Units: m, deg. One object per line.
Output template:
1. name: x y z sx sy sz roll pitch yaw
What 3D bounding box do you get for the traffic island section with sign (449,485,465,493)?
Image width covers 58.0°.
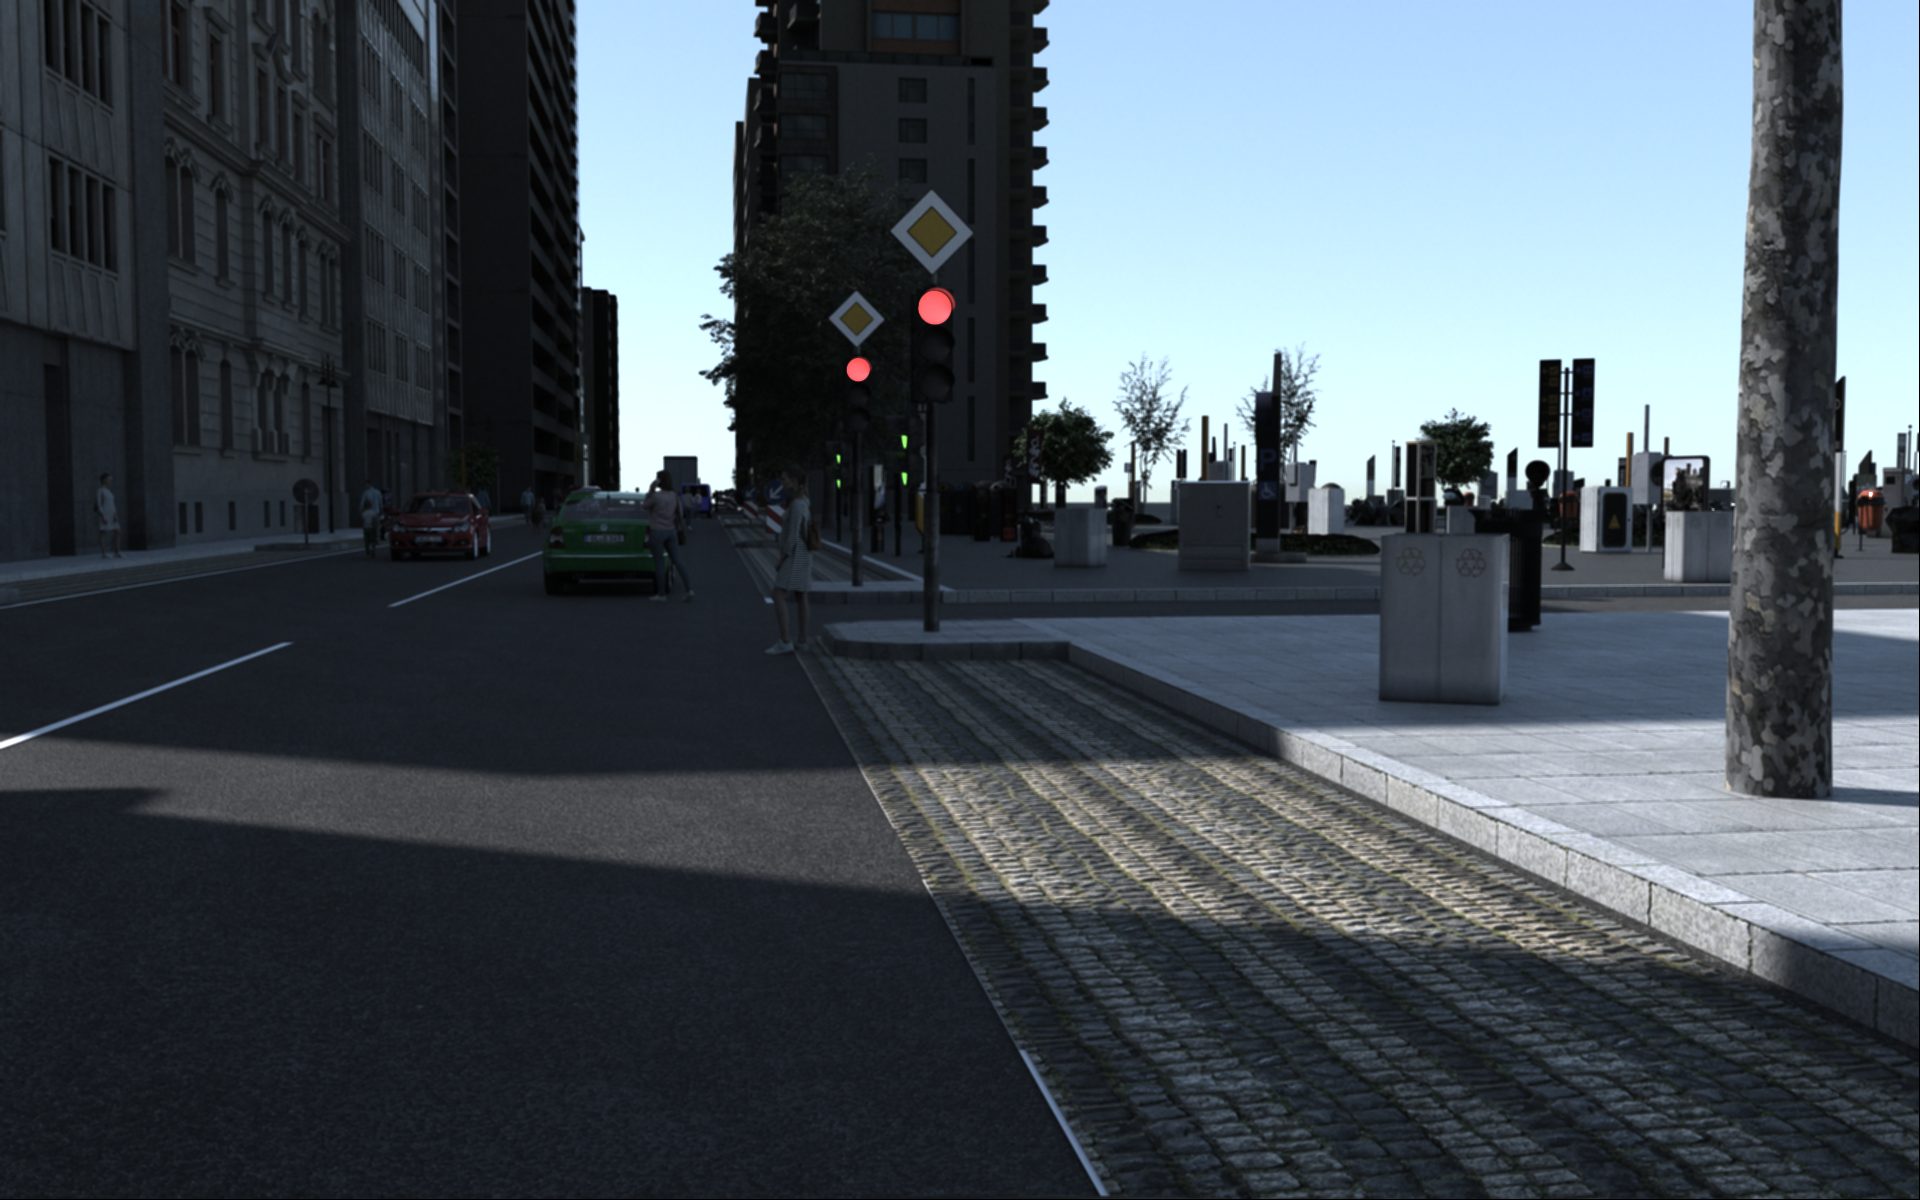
1. traffic island section with sign: -20.801 -3.856 71.670 1.989 1.847 2.006 -1 4 -8

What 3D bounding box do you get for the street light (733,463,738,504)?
1. street light: -28.577 -15.243 222.016 0.468 5.910 1.993 -1 4 -8

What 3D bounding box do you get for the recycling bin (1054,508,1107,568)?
1. recycling bin: 2.133 -1.109 30.682 0.722 1.027 0.722 2 4 31

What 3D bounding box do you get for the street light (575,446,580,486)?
1. street light: -36.911 -11.891 167.209 0.468 5.910 1.993 -1 4 -8

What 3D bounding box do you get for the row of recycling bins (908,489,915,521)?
1. row of recycling bins: -0.734 -4.674 83.533 3.534 1.692 1.069 -1 4 -13

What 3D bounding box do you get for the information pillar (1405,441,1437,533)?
1. information pillar: 6.449 -1.210 24.271 0.304 2.012 0.304 -1 4 -21

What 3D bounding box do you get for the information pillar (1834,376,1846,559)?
1. information pillar: 17.418 -2.645 34.599 0.183 3.616 0.504 -2 4 -25

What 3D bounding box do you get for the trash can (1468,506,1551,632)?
1. trash can: 5.156 -0.285 16.305 0.748 1.137 0.748 0 3 0

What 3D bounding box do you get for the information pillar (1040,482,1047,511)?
1. information pillar: 4.579 -5.530 94.907 0.304 2.012 0.304 2 4 34

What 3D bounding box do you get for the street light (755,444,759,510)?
1. street light: -16.163 -10.117 138.194 0.468 5.910 1.993 -1 4 -8

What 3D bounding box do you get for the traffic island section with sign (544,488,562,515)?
1. traffic island section with sign: -28.044 -6.862 120.828 1.989 1.847 2.006 -1 4 -8

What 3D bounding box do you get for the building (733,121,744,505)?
1. building: -17.316 -36.263 216.600 21.300 48.544 21.600 -1 4 -8

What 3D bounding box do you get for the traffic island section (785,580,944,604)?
1. traffic island section: -1.406 -0.112 24.114 2.009 0.180 2.903 -1 4 -8

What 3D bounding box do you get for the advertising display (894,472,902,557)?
1. advertising display: -1.282 -1.880 35.955 0.123 1.923 0.974 0 3 0

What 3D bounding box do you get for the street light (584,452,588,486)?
1. street light: -38.915 -12.688 180.239 0.468 5.910 1.993 -1 4 -8

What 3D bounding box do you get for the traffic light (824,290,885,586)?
1. traffic light: -1.448 -2.145 23.994 0.839 4.253 0.868 -1 4 -8

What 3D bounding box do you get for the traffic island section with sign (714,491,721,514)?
1. traffic island section with sign: -16.223 -6.961 122.433 1.989 1.847 2.006 -1 4 -8

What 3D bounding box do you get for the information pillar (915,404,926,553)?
1. information pillar: -0.786 -2.824 37.525 0.183 3.616 0.504 3 4 37

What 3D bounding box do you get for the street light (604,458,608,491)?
1. street light: -44.038 -14.849 215.564 0.468 5.910 1.993 -1 4 -8

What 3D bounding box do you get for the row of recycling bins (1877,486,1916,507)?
1. row of recycling bins: 50.395 -5.233 92.677 1.069 1.692 3.534 -1 4 -20

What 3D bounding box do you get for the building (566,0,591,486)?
1. building: -52.378 -53.737 191.272 22.319 86.520 31.000 -1 4 -8

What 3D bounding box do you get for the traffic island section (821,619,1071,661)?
1. traffic island section: -0.243 0.371 16.214 2.009 0.180 2.903 -1 4 -8

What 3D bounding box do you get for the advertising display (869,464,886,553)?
1. advertising display: -1.814 -2.010 38.080 0.123 1.923 0.974 1 4 13

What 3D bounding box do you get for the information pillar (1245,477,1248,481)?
1. information pillar: 12.556 -4.404 76.492 0.304 2.012 0.304 1 4 13

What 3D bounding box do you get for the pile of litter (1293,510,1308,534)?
1. pile of litter: 10.754 -2.422 53.573 1.719 0.858 1.176 1 4 9

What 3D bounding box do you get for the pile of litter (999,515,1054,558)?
1. pile of litter: 1.553 -1.292 35.083 1.176 0.858 1.719 -2 4 -32

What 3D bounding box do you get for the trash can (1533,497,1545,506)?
1. trash can: 26.052 -4.075 78.276 0.748 1.137 0.748 0 3 0

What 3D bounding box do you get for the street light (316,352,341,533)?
1. street light: -20.616 -5.130 56.656 0.468 5.910 1.993 -1 4 -8

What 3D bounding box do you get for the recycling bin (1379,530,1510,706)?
1. recycling bin: 3.055 0.100 10.912 0.722 1.027 0.722 1 4 21

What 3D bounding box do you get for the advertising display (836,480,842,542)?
1. advertising display: -3.276 -2.548 46.871 0.123 1.923 0.974 0 4 -2

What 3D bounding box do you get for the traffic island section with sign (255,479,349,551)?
1. traffic island section with sign: -16.753 -2.177 44.224 1.989 1.847 2.006 -1 4 -8

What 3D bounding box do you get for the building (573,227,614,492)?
1. building: -60.675 -32.261 219.354 32.217 40.220 23.993 -1 4 -8

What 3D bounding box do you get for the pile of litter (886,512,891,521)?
1. pile of litter: -3.966 -4.110 81.164 1.719 0.858 1.176 -2 4 -31

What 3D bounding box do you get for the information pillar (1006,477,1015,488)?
1. information pillar: 2.206 -4.346 75.554 0.304 2.012 0.304 -3 5 -41

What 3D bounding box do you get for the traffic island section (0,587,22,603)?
1. traffic island section: -13.518 -0.004 22.342 2.009 0.180 2.903 -1 4 -8

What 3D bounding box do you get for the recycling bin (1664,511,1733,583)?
1. recycling bin: 10.771 -0.778 25.278 0.722 1.027 0.722 0 4 2

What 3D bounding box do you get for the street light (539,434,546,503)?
1. street light: -31.865 -9.759 132.339 0.468 5.910 1.993 -1 4 -8

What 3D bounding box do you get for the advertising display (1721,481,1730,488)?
1. advertising display: 38.148 -4.964 86.368 0.123 1.923 0.974 0 4 7

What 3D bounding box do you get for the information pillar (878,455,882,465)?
1. information pillar: -4.466 -6.430 96.479 0.183 3.616 0.504 -1 4 -16

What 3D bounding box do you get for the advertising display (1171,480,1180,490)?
1. advertising display: 10.048 -4.615 80.669 0.123 1.923 0.974 2 4 25

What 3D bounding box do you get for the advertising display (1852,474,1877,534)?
1. advertising display: 28.774 -3.052 55.120 0.974 1.923 0.123 -2 4 -26

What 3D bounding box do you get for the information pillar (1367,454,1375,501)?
1. information pillar: 24.269 -6.785 102.288 0.504 3.616 0.183 -1 4 -17

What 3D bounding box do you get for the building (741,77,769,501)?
1. building: -13.244 -34.955 195.222 21.300 48.544 21.600 -1 4 -8

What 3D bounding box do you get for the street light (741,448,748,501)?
1. street light: -21.423 -12.255 173.152 0.468 5.910 1.993 -1 4 -8

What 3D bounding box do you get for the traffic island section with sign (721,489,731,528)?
1. traffic island section with sign: -9.002 -3.961 73.391 1.989 1.847 2.006 -1 4 -8

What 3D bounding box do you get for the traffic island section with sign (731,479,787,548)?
1. traffic island section with sign: -5.063 -2.324 46.633 1.989 1.847 2.006 -1 4 -8

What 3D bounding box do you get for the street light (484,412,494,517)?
1. street light: -26.596 -7.653 97.915 0.468 5.910 1.993 -1 4 -8

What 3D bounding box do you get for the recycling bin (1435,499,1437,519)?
1. recycling bin: 21.999 -4.213 81.429 0.722 1.027 0.722 0 4 4

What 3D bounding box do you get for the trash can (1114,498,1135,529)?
1. trash can: 5.815 -3.043 61.405 0.748 1.137 0.748 0 3 0

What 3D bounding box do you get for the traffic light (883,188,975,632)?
1. traffic light: -0.284 -1.662 16.094 0.839 4.253 0.868 -1 4 -8

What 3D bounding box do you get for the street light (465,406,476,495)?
1. street light: -25.615 -7.217 90.781 0.468 5.910 1.993 -1 4 -8

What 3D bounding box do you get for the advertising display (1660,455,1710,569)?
1. advertising display: 12.268 -1.475 29.335 0.123 1.923 0.974 -1 4 -21

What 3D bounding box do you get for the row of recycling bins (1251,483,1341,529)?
1. row of recycling bins: 12.537 -3.529 64.813 3.534 1.692 1.069 0 4 4

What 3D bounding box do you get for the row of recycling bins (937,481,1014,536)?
1. row of recycling bins: 0.466 -2.879 54.192 1.069 1.692 3.534 -3 4 -39

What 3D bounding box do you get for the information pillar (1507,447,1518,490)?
1. information pillar: 27.302 -5.767 85.646 0.504 3.616 0.183 1 4 9

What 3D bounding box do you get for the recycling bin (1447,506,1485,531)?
1. recycling bin: 10.868 -1.507 37.197 0.722 1.027 0.722 1 4 23
